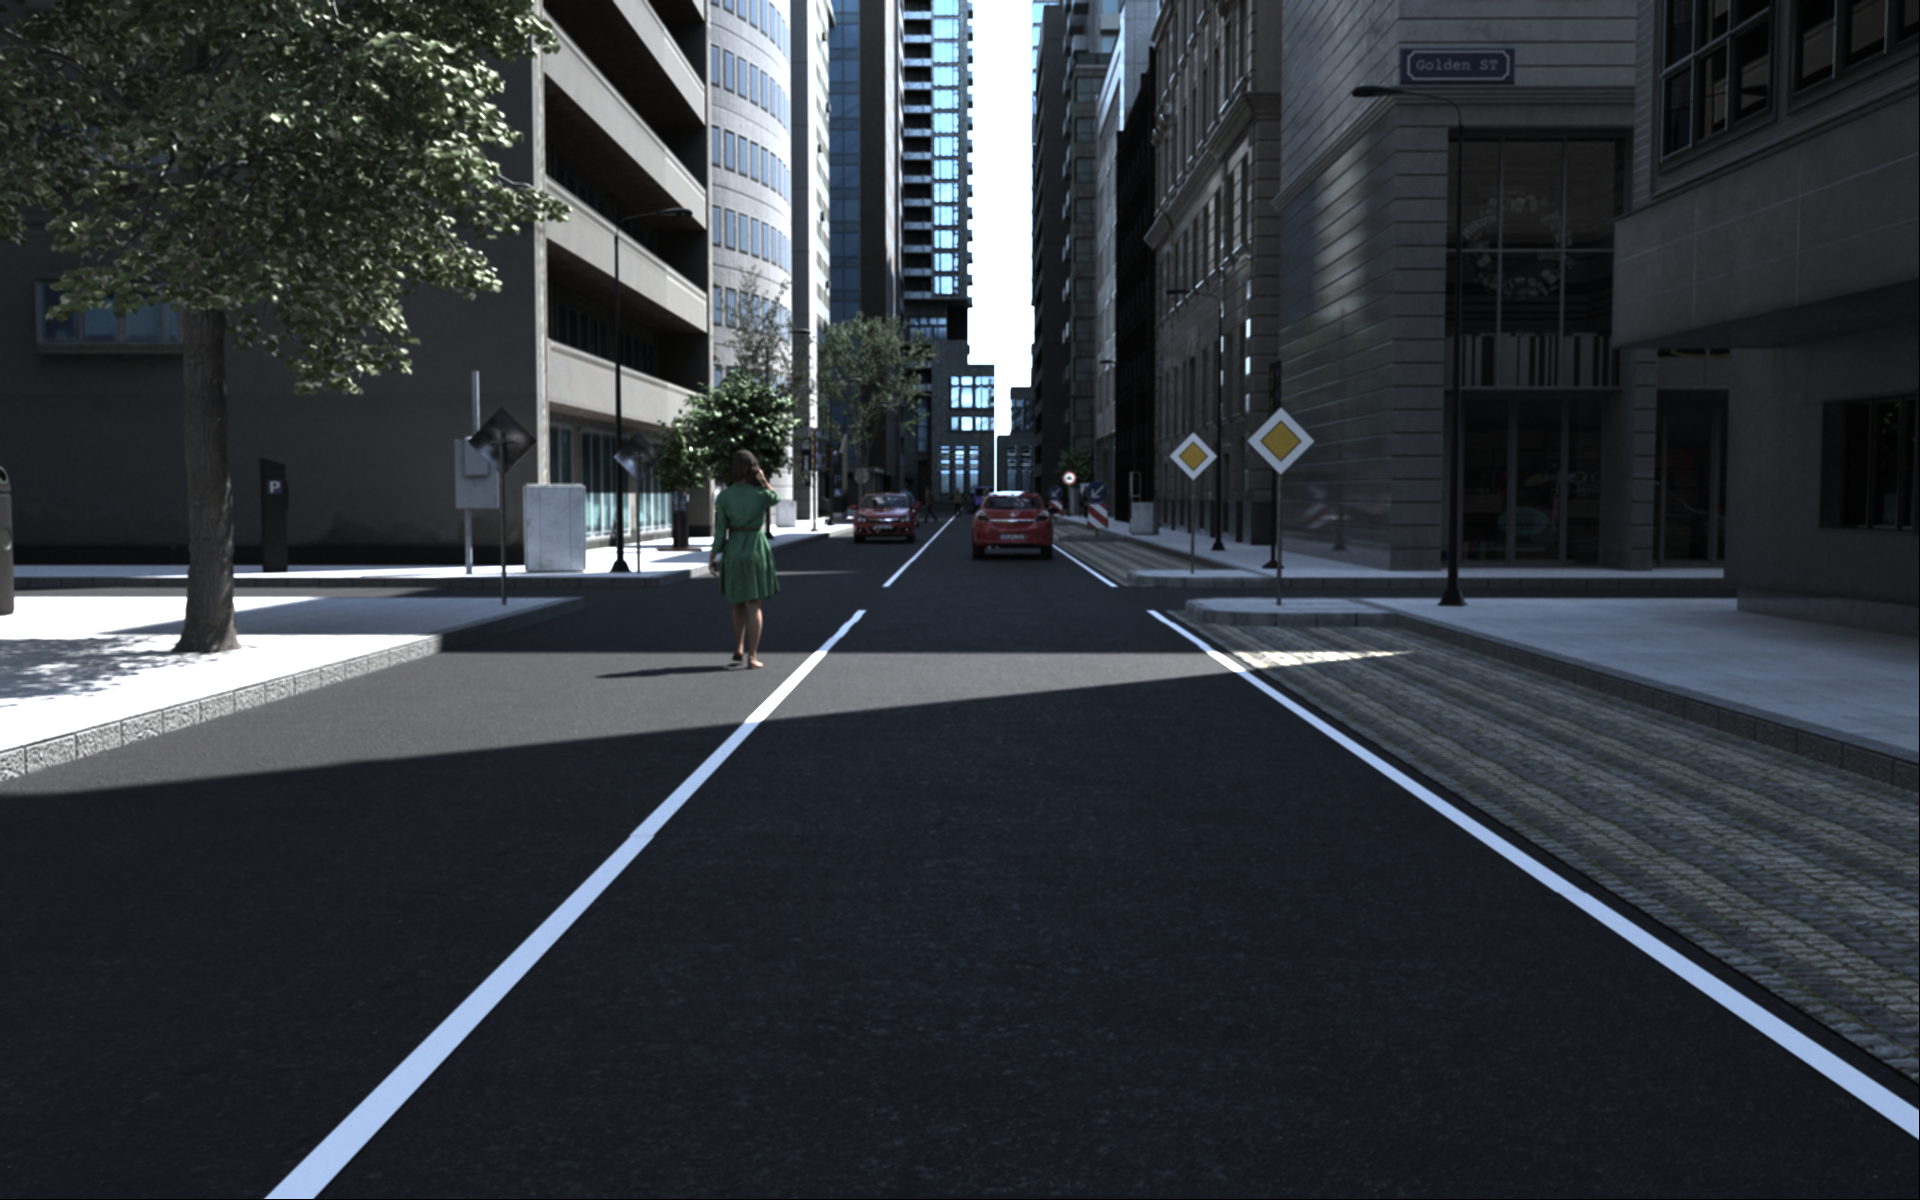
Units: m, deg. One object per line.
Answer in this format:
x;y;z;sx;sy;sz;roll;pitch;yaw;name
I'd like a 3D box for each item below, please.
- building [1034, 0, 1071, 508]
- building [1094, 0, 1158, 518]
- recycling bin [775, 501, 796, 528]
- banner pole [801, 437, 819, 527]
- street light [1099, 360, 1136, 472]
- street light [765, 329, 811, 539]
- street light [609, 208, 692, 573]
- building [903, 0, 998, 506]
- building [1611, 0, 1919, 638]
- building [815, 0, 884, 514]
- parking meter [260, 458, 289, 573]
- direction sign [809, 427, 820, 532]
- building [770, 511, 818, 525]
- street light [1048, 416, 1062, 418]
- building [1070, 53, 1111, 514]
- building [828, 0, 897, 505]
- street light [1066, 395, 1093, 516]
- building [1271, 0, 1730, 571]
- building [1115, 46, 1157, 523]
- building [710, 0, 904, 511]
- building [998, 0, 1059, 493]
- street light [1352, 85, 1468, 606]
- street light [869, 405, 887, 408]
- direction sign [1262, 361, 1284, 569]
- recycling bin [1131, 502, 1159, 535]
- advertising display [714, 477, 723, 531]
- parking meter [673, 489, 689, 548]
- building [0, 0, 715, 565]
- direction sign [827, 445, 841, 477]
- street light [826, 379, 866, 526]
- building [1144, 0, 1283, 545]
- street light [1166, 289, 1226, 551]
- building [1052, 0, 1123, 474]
18.207;-33.203;166.575;21.300;48.544;21.600;0;4;1;building
13.926;-16.819;93.009;12.078;24.808;19.932;0;4;1;building
-6.630;-3.263;65.910;0.722;1.027;0.722;-1;4;-13;recycling bin
-5.840;-4.720;67.184;0.863;3.779;0.401;-3;5;-44;banner pole
5.528;-5.358;60.146;1.470;5.913;1.316;0;4;1;street light
-4.910;-4.678;49.019;1.470;5.913;1.316;0;4;1;street light
-5.045;-3.410;28.296;1.470;5.913;1.316;0;4;1;street light
-11.558;-54.089;197.029;31.000;86.520;22.319;0;4;1;building
13.749;-11.275;3.415;14.314;24.678;30.058;0;4;1;building
-21.471;-25.879;115.000;32.217;40.220;23.993;0;4;1;building
-11.209;-1.384;28.342;0.399;1.863;0.255;-2;4;-30;parking meter
-4.967;-4.101;59.053;0.379;3.537;0.876;1;4;11;direction sign
-17.885;-32.466;72.824;21.231;58.520;28.212;0;4;1;building
5.897;-7.949;102.500;1.470;5.913;1.316;0;4;1;street light
14.417;-21.138;117.313;14.160;30.474;14.107;0;4;1;building
-13.105;-30.452;148.002;14.600;45.320;14.200;0;4;1;building
5.674;-6.654;81.340;1.470;5.913;1.316;0;4;1;street light
21.940;-15.640;33.200;29.804;29.767;11.434;0;4;1;building
13.565;-15.017;75.205;12.332;23.373;15.834;0;4;1;building
-19.584;-38.211;166.745;28.212;58.520;21.231;0;4;1;building
19.638;-54.036;196.166;31.000;86.520;22.319;0;4;1;building
5.145;-2.892;19.824;1.470;5.913;1.316;0;4;1;street light
-4.512;-7.213;90.473;1.470;5.913;1.316;0;4;1;street light
5.419;-2.317;29.875;0.379;3.537;0.876;0;4;-1;direction sign
5.830;-2.566;54.506;0.722;1.027;0.722;1;4;23;recycling bin
-8.420;-3.273;58.722;0.123;1.923;0.974;2;4;35;advertising display
-6.654;-2.009;41.265;0.372;1.533;0.369;0;3;0;parking meter
-18.126;-25.479;40.284;21.300;48.544;21.600;0;4;1;building
-5.666;-5.338;79.273;0.876;3.537;0.379;1;4;9;direction sign
-4.668;-5.945;69.742;1.470;5.913;1.316;0;4;1;street light
13.051;-15.743;54.658;12.463;27.353;25.104;0;4;1;building
5.347;-4.084;39.310;1.470;5.913;1.316;0;4;1;street light
19.792;-31.815;139.791;23.786;49.044;30.456;0;4;1;building
